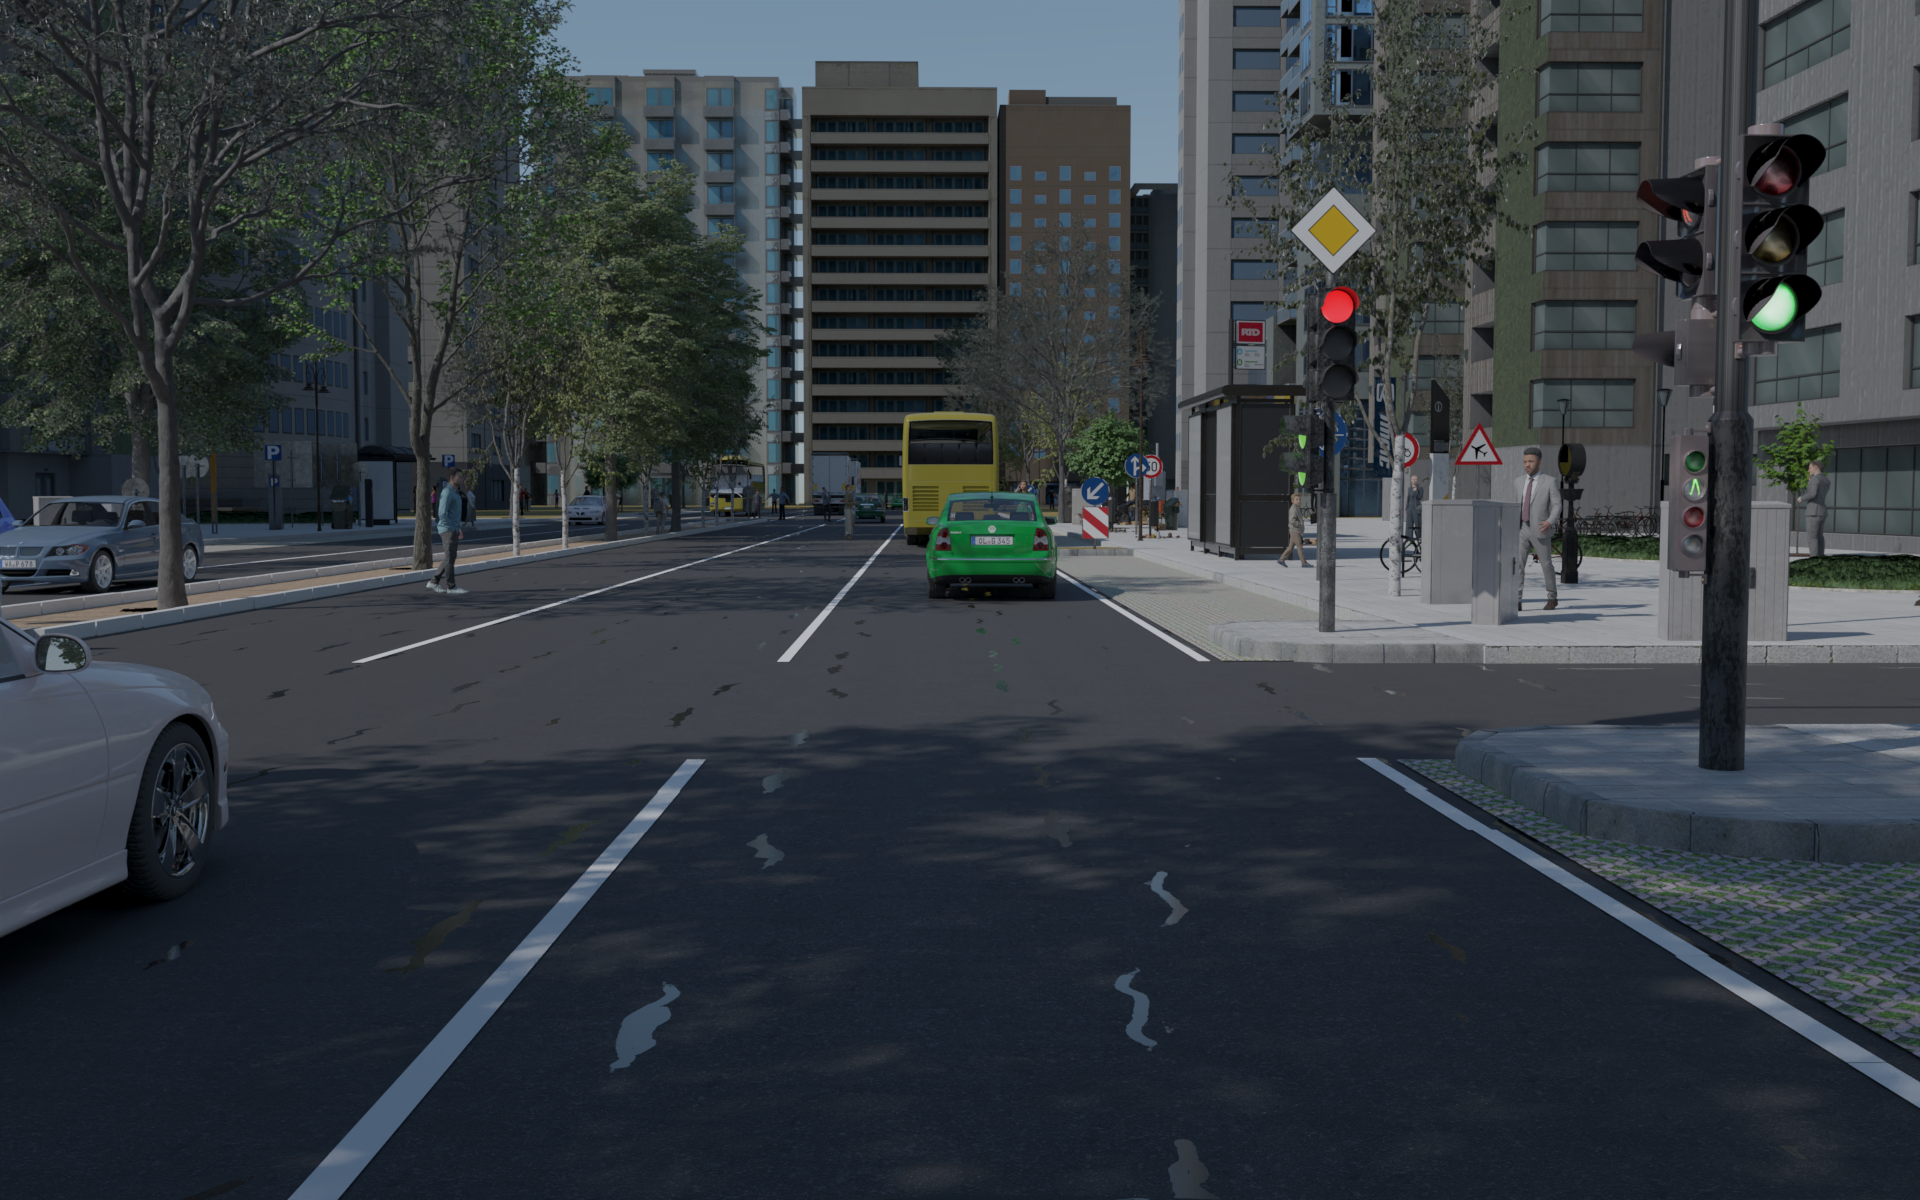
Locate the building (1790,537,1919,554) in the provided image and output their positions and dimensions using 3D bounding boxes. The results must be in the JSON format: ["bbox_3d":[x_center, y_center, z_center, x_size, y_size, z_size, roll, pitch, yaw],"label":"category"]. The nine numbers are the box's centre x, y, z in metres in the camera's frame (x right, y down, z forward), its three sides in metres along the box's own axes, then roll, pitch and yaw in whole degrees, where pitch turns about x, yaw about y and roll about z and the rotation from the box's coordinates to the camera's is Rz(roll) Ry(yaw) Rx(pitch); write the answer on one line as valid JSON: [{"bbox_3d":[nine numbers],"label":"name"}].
[{"bbox_3d":[26.289,-16.190,36.404,14.107,30.474,14.160,0,4,-1],"label":"building"}]

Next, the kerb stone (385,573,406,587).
[{"bbox_3d":[-8.948,-0.305,27.187,0.120,0.150,1.000,0,4,-1],"label":"kerb stone"}]

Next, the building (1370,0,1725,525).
[{"bbox_3d":[27.245,-19.128,84.446,14.160,30.474,14.107,0,4,-1],"label":"building"}]

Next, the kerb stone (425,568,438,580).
[{"bbox_3d":[-8.986,-0.431,29.237,0.120,0.150,1.000,0,4,-1],"label":"kerb stone"}]

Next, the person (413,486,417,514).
[{"bbox_3d":[-35.895,-6.622,114.319,0.705,1.822,1.348,0,4,-8],"label":"person"}]

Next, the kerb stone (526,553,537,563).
[{"bbox_3d":[-9.119,-0.861,36.407,0.120,0.150,1.000,0,4,-1],"label":"kerb stone"}]

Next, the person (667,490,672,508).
[{"bbox_3d":[-26.994,-9.464,161.504,0.721,1.736,1.217,1,4,15],"label":"person"}]

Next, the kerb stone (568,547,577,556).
[{"bbox_3d":[-9.188,-1.120,40.505,0.120,0.150,1.000,0,4,-1],"label":"kerb stone"}]

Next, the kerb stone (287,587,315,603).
[{"bbox_3d":[-8.876,-0.053,23.095,0.120,0.150,1.000,0,4,-1],"label":"kerb stone"}]

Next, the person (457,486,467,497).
[{"bbox_3d":[-35.258,-7.083,121.866,1.348,1.821,0.705,-1,4,-22],"label":"person"}]

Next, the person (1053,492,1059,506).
[{"bbox_3d":[7.007,-7.017,123.996,0.697,1.427,0.421,0,4,-3],"label":"person"}]

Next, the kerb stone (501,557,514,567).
[{"bbox_3d":[-9.076,-0.740,34.355,0.120,0.150,1.000,0,4,-1],"label":"kerb stone"}]

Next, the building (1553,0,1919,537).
[{"bbox_3d":[25.672,-17.777,62.348,14.160,30.474,14.107,0,4,-1],"label":"building"}]

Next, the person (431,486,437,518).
[{"bbox_3d":[-28.032,-5.224,92.130,0.721,1.739,1.217,0,4,8],"label":"person"}]

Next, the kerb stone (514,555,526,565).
[{"bbox_3d":[-9.097,-0.806,35.377,0.120,0.150,1.000,0,4,-1],"label":"kerb stone"}]

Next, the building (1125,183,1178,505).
[{"bbox_3d":[30.610,-31.383,205.000,23.993,40.220,32.217,0,4,-1],"label":"building"}]

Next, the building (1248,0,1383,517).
[{"bbox_3d":[28.767,-48.666,108.361,22.319,86.520,31.000,0,4,-1],"label":"building"}]

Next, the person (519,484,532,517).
[{"bbox_3d":[-24.958,-5.648,98.348,1.348,1.831,0.705,-3,4,-38],"label":"person"}]

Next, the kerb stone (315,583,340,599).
[{"bbox_3d":[-8.894,-0.118,24.118,0.120,0.150,1.000,0,4,-1],"label":"kerb stone"}]

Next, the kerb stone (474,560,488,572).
[{"bbox_3d":[-9.044,-0.611,32.307,0.120,0.150,1.000,0,4,-1],"label":"kerb stone"}]

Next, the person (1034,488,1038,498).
[{"bbox_3d":[5.919,-8.076,138.798,0.721,1.735,1.217,3,5,42],"label":"person"}]

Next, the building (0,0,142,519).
[{"bbox_3d":[-41.219,-23.446,66.931,14.154,41.232,14.086,0,4,-1],"label":"building"}]

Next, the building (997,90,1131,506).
[{"bbox_3d":[11.270,-33.351,195.403,14.200,45.320,14.600,0,4,-1],"label":"building"}]

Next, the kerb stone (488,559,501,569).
[{"bbox_3d":[-9.062,-0.681,33.329,0.120,0.150,1.000,0,4,-1],"label":"kerb stone"}]

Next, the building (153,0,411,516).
[{"bbox_3d":[-48.057,-34.334,103.357,21.231,58.520,28.212,0,4,-1],"label":"building"}]

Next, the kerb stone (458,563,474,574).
[{"bbox_3d":[-9.024,-0.553,31.282,0.120,0.150,1.000,0,4,-1],"label":"kerb stone"}]

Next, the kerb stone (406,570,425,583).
[{"bbox_3d":[-8.969,-0.368,28.214,0.120,0.150,1.000,0,4,-1],"label":"kerb stone"}]

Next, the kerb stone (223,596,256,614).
[{"bbox_3d":[-8.842,0.070,21.048,0.120,0.150,1.000,0,4,-1],"label":"kerb stone"}]

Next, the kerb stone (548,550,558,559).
[{"bbox_3d":[-9.147,-0.995,38.461,0.120,0.150,1.000,0,4,-1],"label":"kerb stone"}]

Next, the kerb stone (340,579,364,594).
[{"bbox_3d":[-8.911,-0.180,25.140,0.120,0.150,1.000,0,4,-1],"label":"kerb stone"}]

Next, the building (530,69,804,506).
[{"bbox_3d":[-32.718,-35.392,198.261,30.456,49.044,23.786,0,4,-1],"label":"building"}]

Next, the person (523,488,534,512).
[{"bbox_3d":[-31.838,-7.370,127.360,0.721,1.723,1.217,3,5,39],"label":"person"}]

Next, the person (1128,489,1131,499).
[{"bbox_3d":[11.948,-6.904,119.636,0.721,1.743,1.217,-2,4,-27],"label":"person"}]

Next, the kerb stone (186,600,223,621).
[{"bbox_3d":[-8.818,0.133,20.026,0.120,0.150,1.000,0,4,-1],"label":"kerb stone"}]

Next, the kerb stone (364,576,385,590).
[{"bbox_3d":[-8.937,-0.243,26.165,0.120,0.150,1.000,0,4,-1],"label":"kerb stone"}]

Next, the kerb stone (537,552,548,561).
[{"bbox_3d":[-9.127,-0.925,37.430,0.120,0.150,1.000,0,4,-1],"label":"kerb stone"}]

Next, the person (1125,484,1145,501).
[{"bbox_3d":[9.384,-5.344,93.512,0.705,1.812,1.348,-3,5,-44],"label":"person"}]

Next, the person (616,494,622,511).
[{"bbox_3d":[-25.595,-7.357,129.524,0.799,1.438,0.628,-3,5,-44],"label":"person"}]

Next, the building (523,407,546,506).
[{"bbox_3d":[-62.683,-21.818,201.755,28.899,21.520,27.650,0,4,-1],"label":"building"}]

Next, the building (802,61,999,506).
[{"bbox_3d":[-6.684,-35.134,198.136,21.600,48.544,21.300,0,4,-1],"label":"building"}]

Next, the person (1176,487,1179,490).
[{"bbox_3d":[16.349,-7.571,129.698,0.599,1.838,0.709,2,4,30],"label":"person"}]

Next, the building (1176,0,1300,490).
[{"bbox_3d":[28.091,-36.499,138.759,21.231,58.520,28.212,0,4,-1],"label":"building"}]

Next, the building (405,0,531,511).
[{"bbox_3d":[-48.090,-42.963,140.691,20.611,71.187,20.563,0,4,-1],"label":"building"}]

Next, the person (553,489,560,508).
[{"bbox_3d":[-37.411,-9.431,160.915,1.217,1.739,0.721,3,4,36],"label":"person"}]

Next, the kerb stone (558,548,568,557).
[{"bbox_3d":[-9.165,-1.057,39.483,0.120,0.150,1.000,0,4,-1],"label":"kerb stone"}]

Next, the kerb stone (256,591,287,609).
[{"bbox_3d":[-8.854,0.010,22.073,0.120,0.150,1.000,0,4,-1],"label":"kerb stone"}]

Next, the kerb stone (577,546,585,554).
[{"bbox_3d":[-9.208,-1.177,41.528,0.120,0.150,1.000,0,4,-1],"label":"kerb stone"}]

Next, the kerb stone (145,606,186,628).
[{"bbox_3d":[-8.792,0.199,18.997,0.120,0.150,1.000,0,4,-1],"label":"kerb stone"}]

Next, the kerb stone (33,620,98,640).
[{"bbox_3d":[-8.764,0.323,16.949,0.120,0.150,1.000,0,4,-1],"label":"kerb stone"}]

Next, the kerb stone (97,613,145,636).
[{"bbox_3d":[-8.777,0.259,17.975,0.120,0.150,1.000,0,4,-1],"label":"kerb stone"}]

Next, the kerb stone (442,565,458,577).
[{"bbox_3d":[-9.005,-0.493,30.259,0.120,0.150,1.000,0,4,-1],"label":"kerb stone"}]

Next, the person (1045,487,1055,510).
[{"bbox_3d":[7.460,-8.209,139.897,1.348,1.869,0.705,2,4,25],"label":"person"}]
